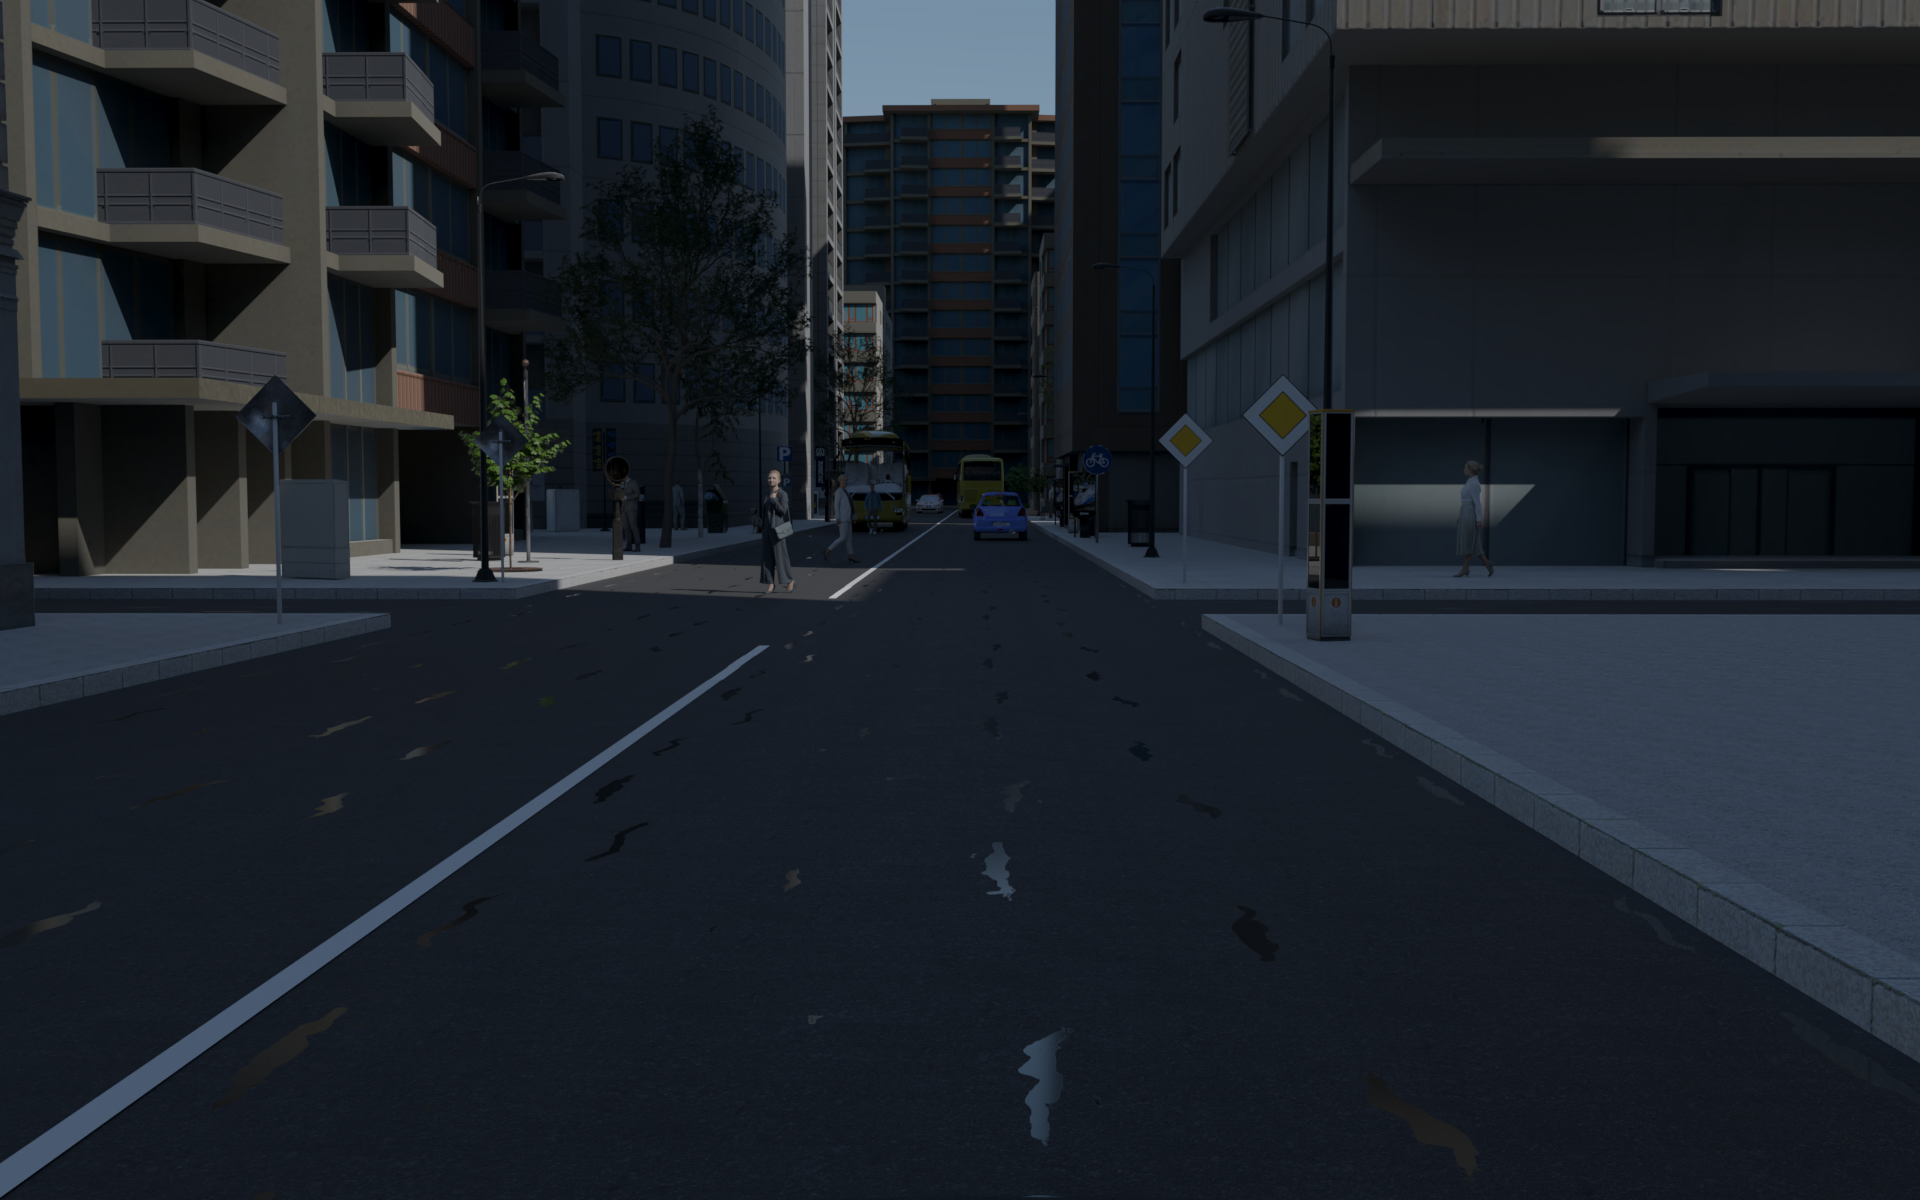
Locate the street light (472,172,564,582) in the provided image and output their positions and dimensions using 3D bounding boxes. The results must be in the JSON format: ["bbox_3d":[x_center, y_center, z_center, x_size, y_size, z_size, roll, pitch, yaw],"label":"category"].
[{"bbox_3d":[-6.411,-3.219,25.171,1.470,5.913,1.316,0,4,1],"label":"street light"}]

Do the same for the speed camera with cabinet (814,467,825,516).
[{"bbox_3d":[-8.394,-6.443,99.682,0.660,3.252,2.038,1,4,17],"label":"speed camera with cabinet"}]

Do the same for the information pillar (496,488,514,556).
[{"bbox_3d":[-9.438,-1.922,35.920,0.304,2.012,0.304,0,4,-6],"label":"information pillar"}]

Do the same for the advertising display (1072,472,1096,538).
[{"bbox_3d":[3.662,-2.776,50.595,0.123,1.923,0.974,-3,5,-40],"label":"advertising display"}]

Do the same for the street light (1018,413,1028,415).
[{"bbox_3d":[4.019,-7.767,99.529,1.470,5.913,1.316,0,4,1],"label":"street light"}]

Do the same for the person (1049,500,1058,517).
[{"bbox_3d":[5.197,-5.427,95.168,0.834,1.777,0.661,-3,4,-38],"label":"person"}]

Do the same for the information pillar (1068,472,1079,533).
[{"bbox_3d":[3.707,-3.182,56.524,0.304,2.012,0.304,1,4,14],"label":"information pillar"}]

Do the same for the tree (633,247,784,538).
[{"bbox_3d":[-7.371,-6.130,50.581,4.360,8.622,3.978,0,3,0],"label":"tree"}]

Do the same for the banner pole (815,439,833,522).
[{"bbox_3d":[-6.207,-5.444,79.024,0.863,3.779,0.401,-1,4,-16],"label":"banner pole"}]

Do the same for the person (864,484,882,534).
[{"bbox_3d":[-3.106,-3.243,61.868,0.601,1.785,0.444,1,4,9],"label":"person"}]

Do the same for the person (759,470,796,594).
[{"bbox_3d":[-2.665,-0.984,25.015,0.576,1.772,0.534,1,4,23],"label":"person"}]

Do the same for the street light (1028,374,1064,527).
[{"bbox_3d":[3.513,-5.802,67.402,1.470,5.913,1.316,0,4,1],"label":"street light"}]

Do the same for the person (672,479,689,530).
[{"bbox_3d":[-9.984,-3.376,61.348,0.635,1.810,0.391,1,4,22],"label":"person"}]

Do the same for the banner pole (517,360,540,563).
[{"bbox_3d":[-8.041,-2.574,32.109,0.401,3.779,0.863,-1,4,-11],"label":"banner pole"}]

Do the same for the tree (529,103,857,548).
[{"bbox_3d":[-6.710,-6.527,41.125,7.601,10.594,8.767,0,4,2],"label":"tree"}]

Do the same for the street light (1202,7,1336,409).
[{"bbox_3d":[3.016,-2.701,16.709,1.470,5.913,1.316,0,4,1],"label":"street light"}]

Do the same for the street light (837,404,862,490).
[{"bbox_3d":[-5.753,-7.151,89.453,1.470,5.913,1.316,0,4,1],"label":"street light"}]

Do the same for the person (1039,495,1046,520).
[{"bbox_3d":[4.100,-4.625,86.351,0.332,1.250,0.352,-1,4,-17],"label":"person"}]

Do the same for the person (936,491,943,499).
[{"bbox_3d":[-2.083,-9.376,162.503,1.217,1.736,0.721,-2,4,-30],"label":"person"}]

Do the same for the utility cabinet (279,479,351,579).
[{"bbox_3d":[-9.752,-1.072,26.201,1.173,1.500,0.318,2,4,29],"label":"utility cabinet"}]

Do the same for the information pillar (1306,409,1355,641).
[{"bbox_3d":[3.242,-0.653,15.176,0.304,2.012,0.304,-1,4,-13],"label":"information pillar"}]

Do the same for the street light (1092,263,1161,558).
[{"bbox_3d":[3.350,-3.818,34.966,1.470,5.913,1.316,0,4,1],"label":"street light"}]

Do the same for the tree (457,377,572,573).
[{"bbox_3d":[-7.585,-2.090,28.777,1.663,3.219,1.824,0,3,0],"label":"tree"}]

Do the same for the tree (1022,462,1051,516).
[{"bbox_3d":[4.623,-6.679,103.798,1.663,3.219,1.824,0,3,0],"label":"tree"}]

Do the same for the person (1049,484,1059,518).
[{"bbox_3d":[4.999,-5.222,91.527,0.679,1.850,0.850,-2,4,-32],"label":"person"}]

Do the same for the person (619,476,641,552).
[{"bbox_3d":[-7.382,-1.998,38.511,0.655,1.846,0.447,3,5,43],"label":"person"}]

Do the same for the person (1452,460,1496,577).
[{"bbox_3d":[7.916,-1.244,26.611,0.641,1.798,0.478,2,4,24],"label":"person"}]

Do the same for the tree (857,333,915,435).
[{"bbox_3d":[-6.362,-9.786,94.419,8.767,10.594,7.601,1,4,8],"label":"tree"}]

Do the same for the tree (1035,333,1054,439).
[{"bbox_3d":[5.140,-7.600,74.625,4.737,8.622,4.395,0,3,0],"label":"tree"}]

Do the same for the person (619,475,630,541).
[{"bbox_3d":[-8.934,-2.469,46.403,0.713,1.824,0.794,0,4,6],"label":"person"}]

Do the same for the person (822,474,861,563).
[{"bbox_3d":[-2.481,-1.695,36.096,0.818,1.842,0.514,0,4,-3],"label":"person"}]

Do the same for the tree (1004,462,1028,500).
[{"bbox_3d":[6.176,-11.858,177.591,4.285,4.588,4.351,0,3,0],"label":"tree"}]

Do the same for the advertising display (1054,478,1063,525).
[{"bbox_3d":[4.291,-4.063,71.649,0.974,1.923,0.123,-2,4,-34],"label":"advertising display"}]

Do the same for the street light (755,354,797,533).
[{"bbox_3d":[-6.089,-5.189,57.380,1.470,5.913,1.316,0,4,1],"label":"street light"}]
